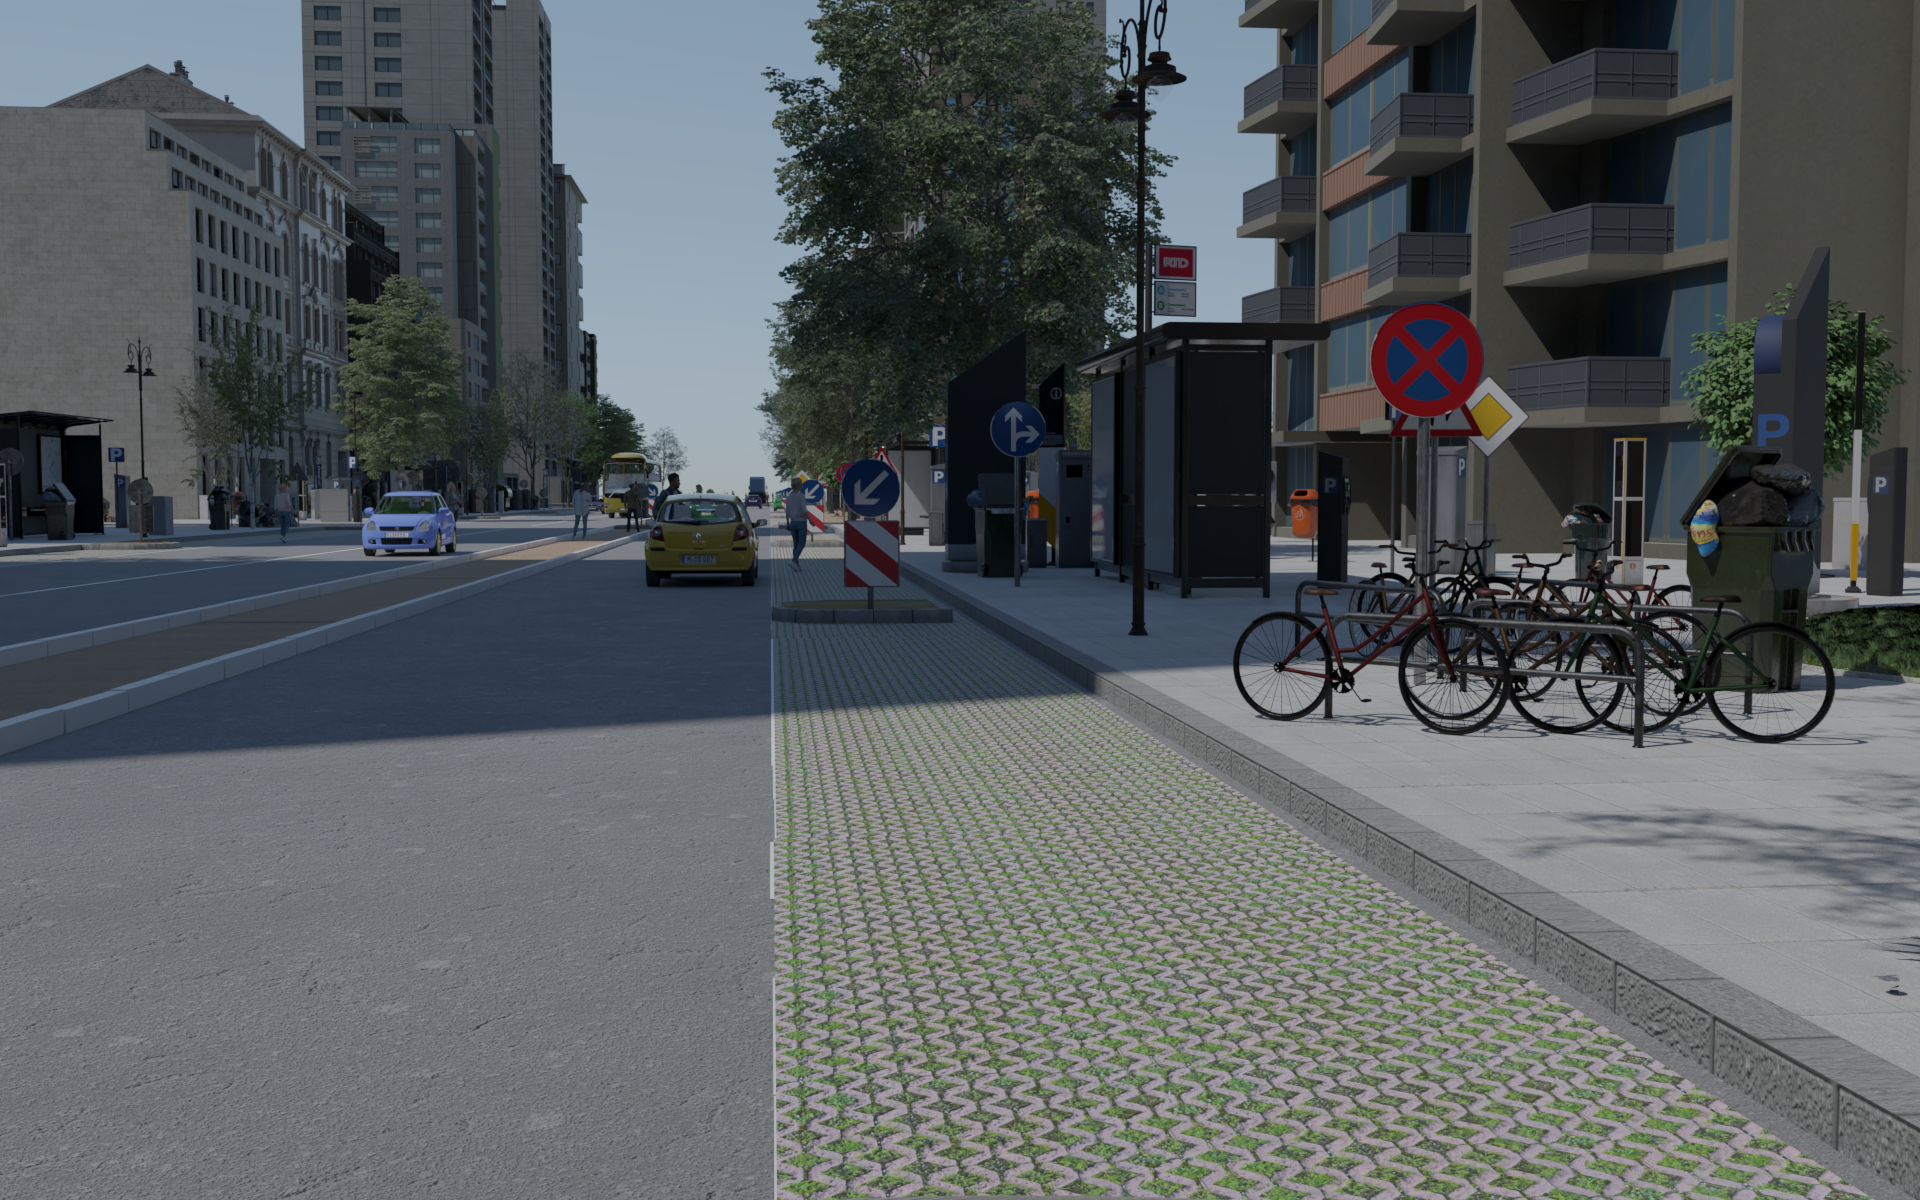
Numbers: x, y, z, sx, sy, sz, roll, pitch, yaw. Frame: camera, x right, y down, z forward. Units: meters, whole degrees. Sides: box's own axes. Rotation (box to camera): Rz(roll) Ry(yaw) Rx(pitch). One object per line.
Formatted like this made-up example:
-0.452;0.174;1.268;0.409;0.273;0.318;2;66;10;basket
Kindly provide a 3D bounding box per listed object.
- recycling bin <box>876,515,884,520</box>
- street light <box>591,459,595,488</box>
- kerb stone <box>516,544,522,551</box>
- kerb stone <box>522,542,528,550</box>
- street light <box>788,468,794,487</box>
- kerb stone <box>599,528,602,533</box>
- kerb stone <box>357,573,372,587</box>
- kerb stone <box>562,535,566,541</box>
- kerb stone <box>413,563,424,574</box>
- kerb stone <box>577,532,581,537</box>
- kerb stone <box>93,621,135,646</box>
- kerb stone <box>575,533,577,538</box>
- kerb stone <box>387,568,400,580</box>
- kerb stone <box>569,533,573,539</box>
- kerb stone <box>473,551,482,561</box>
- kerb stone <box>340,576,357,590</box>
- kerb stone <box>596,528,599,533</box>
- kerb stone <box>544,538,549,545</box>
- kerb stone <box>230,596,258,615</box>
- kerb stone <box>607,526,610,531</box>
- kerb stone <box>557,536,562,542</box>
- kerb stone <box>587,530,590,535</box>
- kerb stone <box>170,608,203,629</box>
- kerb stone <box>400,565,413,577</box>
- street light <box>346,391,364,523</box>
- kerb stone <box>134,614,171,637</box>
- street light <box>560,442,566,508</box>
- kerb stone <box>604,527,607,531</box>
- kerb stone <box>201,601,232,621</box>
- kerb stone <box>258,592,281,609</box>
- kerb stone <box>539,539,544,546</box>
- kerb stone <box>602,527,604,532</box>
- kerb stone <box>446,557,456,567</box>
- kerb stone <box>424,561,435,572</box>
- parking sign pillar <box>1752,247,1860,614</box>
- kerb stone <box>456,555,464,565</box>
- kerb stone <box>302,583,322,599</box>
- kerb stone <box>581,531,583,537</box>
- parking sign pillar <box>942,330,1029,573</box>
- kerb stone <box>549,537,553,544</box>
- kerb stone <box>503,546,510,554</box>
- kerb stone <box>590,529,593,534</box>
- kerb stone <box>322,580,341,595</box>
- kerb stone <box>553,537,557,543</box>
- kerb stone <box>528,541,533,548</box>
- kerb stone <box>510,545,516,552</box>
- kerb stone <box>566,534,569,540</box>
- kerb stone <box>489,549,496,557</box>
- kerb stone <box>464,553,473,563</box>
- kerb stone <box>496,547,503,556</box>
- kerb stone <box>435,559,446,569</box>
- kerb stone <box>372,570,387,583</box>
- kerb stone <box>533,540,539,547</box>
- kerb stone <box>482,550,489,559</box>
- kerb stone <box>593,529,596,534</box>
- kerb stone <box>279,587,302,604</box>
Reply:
-4.160;-4.512;86.329;0.722;1.027;0.722;-1;4;-12;recycling bin
-38.572;-12.821;182.405;0.468;5.910;1.993;0;4;-6;street light
-11.124;-1.286;43.238;0.120;0.150;1.000;0;4;-6;kerb stone
-11.241;-1.343;44.254;0.120;0.150;1.000;0;4;-6;kerb stone
-27.714;-19.033;283.969;0.468;5.910;1.993;0;4;-6;street light
-13.354;-2.536;63.656;0.120;0.150;1.000;0;4;-6;kerb stone
-9.347;-0.285;26.896;0.120;0.150;1.000;0;4;-6;kerb stone
-12.135;-1.848;52.414;0.120;0.150;1.000;0;4;-6;kerb stone
-9.791;-0.537;30.983;0.120;0.150;1.000;0;4;-6;kerb stone
-12.579;-2.098;56.500;0.120;0.150;1.000;0;4;-6;kerb stone
-8.226;0.336;16.705;0.120;0.150;1.000;0;4;-6;kerb stone
-12.469;-2.031;55.483;0.120;0.150;1.000;0;4;-6;kerb stone
-9.569;-0.410;28.940;0.120;0.150;1.000;0;4;-6;kerb stone
-12.346;-1.970;54.448;0.120;0.150;1.000;0;4;-6;kerb stone
-10.451;-0.911;37.112;0.120;0.150;1.000;0;4;-6;kerb stone
-9.232;-0.225;25.880;0.120;0.150;1.000;0;4;-6;kerb stone
-13.248;-2.473;62.631;0.120;0.150;1.000;0;4;-6;kerb stone
-11.683;-1.599;48.350;0.120;0.150;1.000;0;4;-6;kerb stone
-8.675;0.086;20.793;0.120;0.150;1.000;0;4;-6;kerb stone
-13.699;-2.719;66.704;0.120;0.150;1.000;0;4;-6;kerb stone
-12.019;-1.786;51.398;0.120;0.150;1.000;0;4;-6;kerb stone
-12.918;-2.285;59.561;0.120;0.150;1.000;0;4;-6;kerb stone
-8.451;0.213;18.748;0.120;0.150;1.000;0;4;-6;kerb stone
-9.674;-0.475;29.966;0.120;0.150;1.000;0;4;-6;kerb stone
-27.069;-6.409;77.576;0.468;5.910;1.993;0;4;-6;street light
-8.339;0.274;17.722;0.120;0.150;1.000;0;4;-6;kerb stone
-35.427;-11.112;154.476;0.468;5.910;1.993;0;4;-6;street light
-13.588;-2.660;65.688;0.120;0.150;1.000;0;4;-6;kerb stone
-8.561;0.152;19.772;0.120;0.150;1.000;0;4;-6;kerb stone
-8.784;0.024;21.809;0.120;0.150;1.000;0;4;-6;kerb stone
-11.572;-1.538;47.334;0.120;0.150;1.000;0;4;-6;kerb stone
-13.480;-2.598;64.670;0.120;0.150;1.000;0;4;-6;kerb stone
-10.119;-0.723;34.058;0.120;0.150;1.000;0;4;-6;kerb stone
-9.906;-0.600;32.002;0.120;0.150;1.000;0;4;-6;kerb stone
8.899;-1.842;18.588;1.447;3.967;1.447;3;5;39;parking sign pillar
-10.240;-0.788;35.074;0.120;0.150;1.000;0;4;-6;kerb stone
-9.010;-0.101;23.842;0.120;0.150;1.000;0;4;-6;kerb stone
-12.690;-2.160;57.519;0.120;0.150;1.000;0;4;-6;kerb stone
0.416;-2.452;28.555;1.447;3.967;1.447;0;4;-7;parking sign pillar
-11.800;-1.662;49.365;0.120;0.150;1.000;0;4;-6;kerb stone
-10.908;-1.159;41.202;0.120;0.150;1.000;0;4;-6;kerb stone
-13.028;-2.348;60.586;0.120;0.150;1.000;0;4;-6;kerb stone
-9.115;-0.163;24.862;0.120;0.150;1.000;0;4;-6;kerb stone
-11.917;-1.724;50.381;0.120;0.150;1.000;0;4;-6;kerb stone
-11.349;-1.412;45.285;0.120;0.150;1.000;0;4;-6;kerb stone
-11.022;-1.225;42.218;0.120;0.150;1.000;0;4;-6;kerb stone
-12.246;-1.910;53.431;0.120;0.150;1.000;0;4;-6;kerb stone
-10.686;-1.037;39.156;0.120;0.150;1.000;0;4;-6;kerb stone
-10.349;-0.850;36.090;0.120;0.150;1.000;0;4;-6;kerb stone
-10.796;-1.099;40.172;0.120;0.150;1.000;0;4;-6;kerb stone
-10.010;-0.663;33.036;0.120;0.150;1.000;0;4;-6;kerb stone
-9.449;-0.350;27.914;0.120;0.150;1.000;0;4;-6;kerb stone
-11.459;-1.475;46.318;0.120;0.150;1.000;0;4;-6;kerb stone
-10.568;-0.974;38.133;0.120;0.150;1.000;0;4;-6;kerb stone
-13.144;-2.411;61.613;0.120;0.150;1.000;0;4;-6;kerb stone
-8.904;-0.039;22.825;0.120;0.150;1.000;0;4;-6;kerb stone
